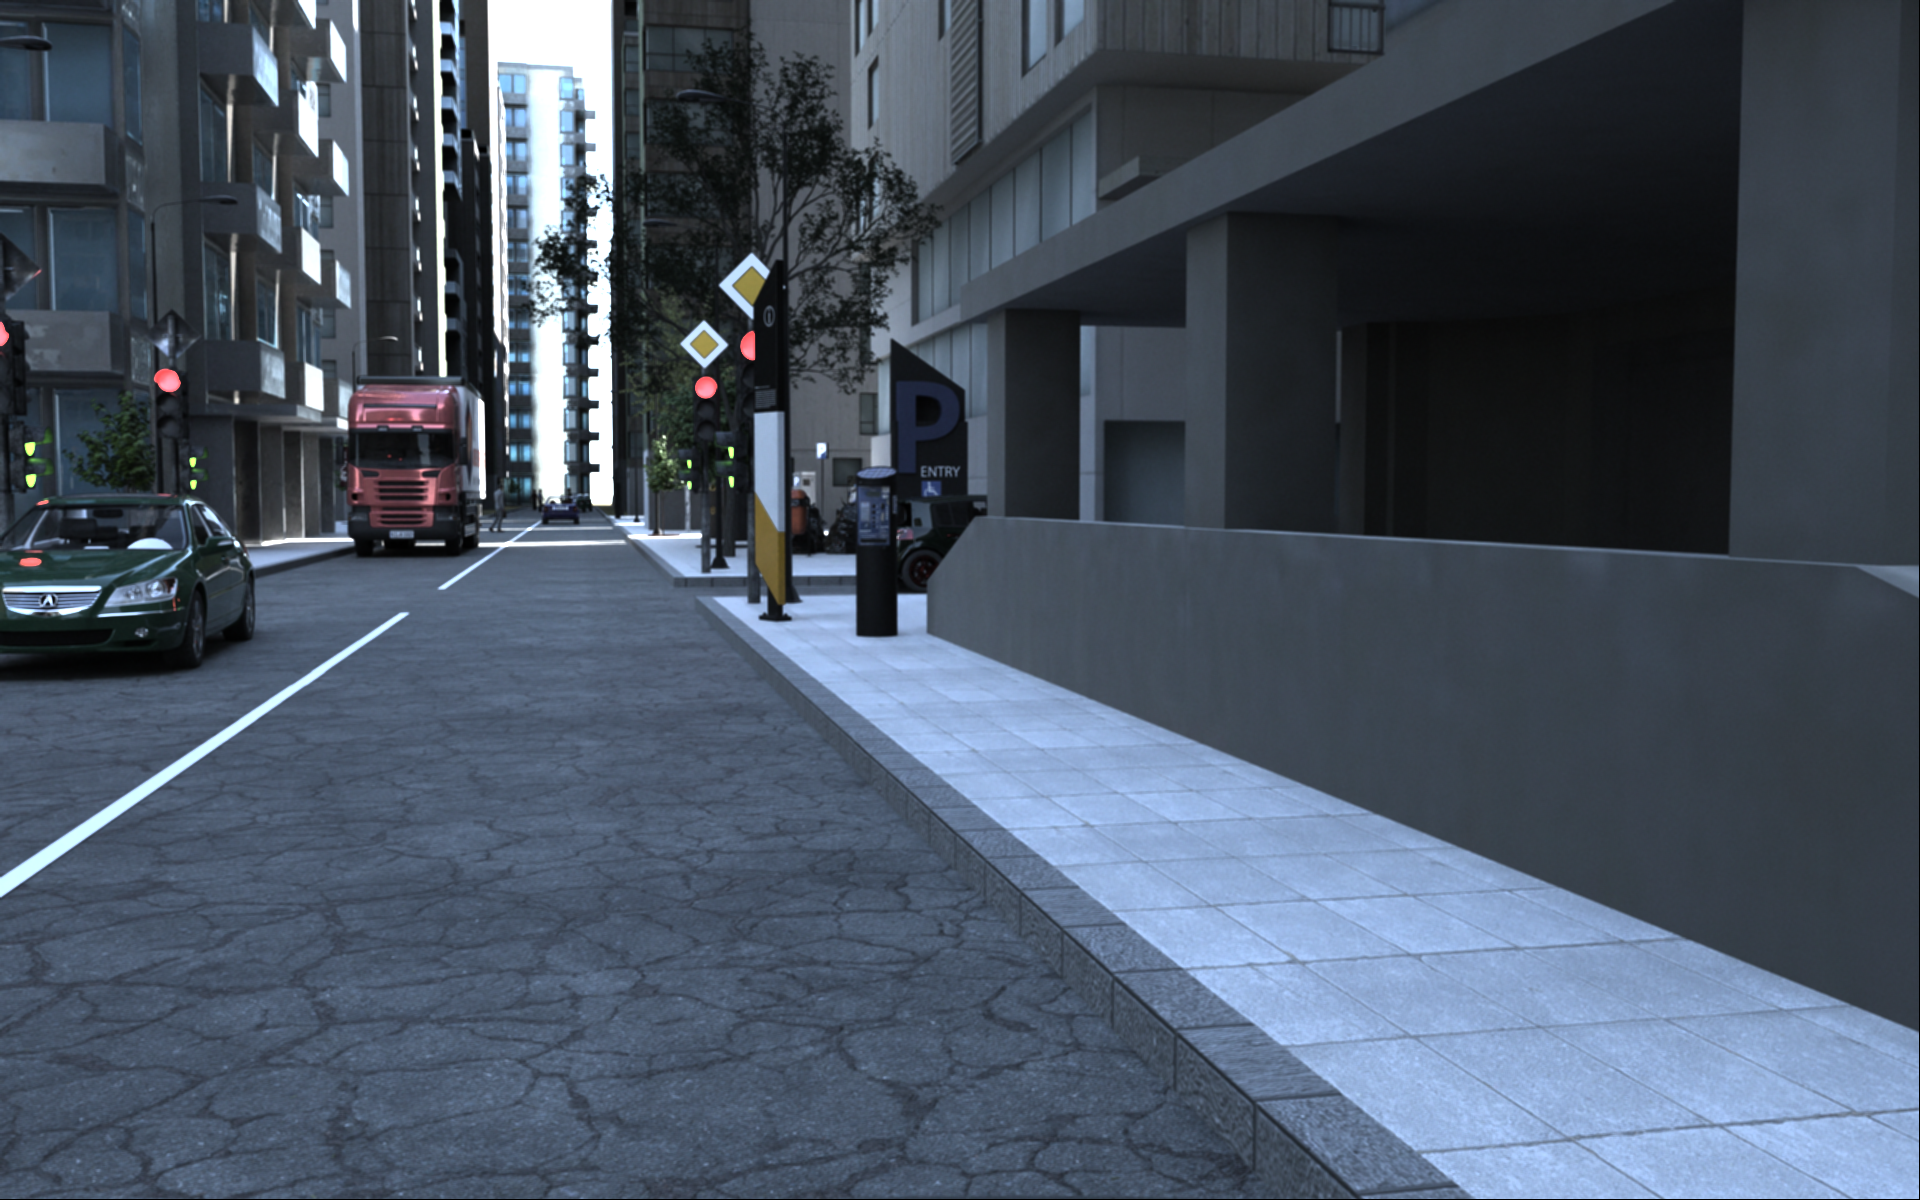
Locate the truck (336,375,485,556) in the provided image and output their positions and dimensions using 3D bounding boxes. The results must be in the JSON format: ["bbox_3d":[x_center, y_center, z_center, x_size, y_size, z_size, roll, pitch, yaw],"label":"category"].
[{"bbox_3d":[-13.499,-3.333,43.412,2.839,4.237,11.283,-1,4,-12],"label":"truck"}]

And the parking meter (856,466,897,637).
[{"bbox_3d":[-0.754,-0.445,15.684,0.372,1.533,0.369,0,3,0],"label":"parking meter"}]

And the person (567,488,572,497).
[{"bbox_3d":[-24.269,-6.045,107.436,0.705,1.812,1.348,-1,4,-20],"label":"person"}]

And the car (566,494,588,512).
[{"bbox_3d":[-30.352,-7.608,136.185,2.131,1.459,4.920,-1,4,-12],"label":"car"}]

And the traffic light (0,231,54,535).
[{"bbox_3d":[-10.215,-1.812,18.540,0.839,4.253,0.868,-1,4,-12],"label":"traffic light"}]

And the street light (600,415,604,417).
[{"bbox_3d":[-20.364,-7.884,101.437,1.470,5.913,1.316,-1,4,-12],"label":"street light"}]

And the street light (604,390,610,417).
[{"bbox_3d":[-15.058,-6.424,77.567,1.470,5.913,1.316,-1,4,-12],"label":"street light"}]

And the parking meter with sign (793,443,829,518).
[{"bbox_3d":[-5.283,-3.808,58.520,1.738,3.016,0.543,-3,5,-43],"label":"parking meter with sign"}]

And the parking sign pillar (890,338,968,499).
[{"bbox_3d":[-0.536,-2.546,30.093,1.447,3.967,1.447,-1,4,-10],"label":"parking sign pillar"}]

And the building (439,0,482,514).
[{"bbox_3d":[-42.519,-48.805,110.641,22.319,86.520,31.000,-1,4,-12],"label":"building"}]

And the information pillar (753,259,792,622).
[{"bbox_3d":[-1.926,-1.603,17.558,0.183,3.616,0.504,-3,4,-36],"label":"information pillar"}]

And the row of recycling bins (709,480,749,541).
[{"bbox_3d":[-6.392,-2.556,48.901,1.069,1.692,3.534,-1,4,-18],"label":"row of recycling bins"}]

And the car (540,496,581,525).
[{"bbox_3d":[-19.090,-4.295,82.810,1.945,1.354,3.894,-1,4,-13],"label":"car"}]

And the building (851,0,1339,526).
[{"bbox_3d":[12.064,-27.783,43.493,27.495,52.752,28.713,-1,4,-12],"label":"building"}]

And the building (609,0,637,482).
[{"bbox_3d":[-22.132,-30.327,145.959,14.600,45.320,14.200,-1,4,-12],"label":"building"}]

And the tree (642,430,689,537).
[{"bbox_3d":[-8.975,-3.519,52.130,1.663,3.219,1.824,0,3,0],"label":"tree"}]

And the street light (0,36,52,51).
[{"bbox_3d":[-9.923,-2.759,17.645,1.470,5.913,1.316,-1,4,-12],"label":"street light"}]

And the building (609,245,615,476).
[{"bbox_3d":[-31.642,-25.716,192.161,14.107,30.474,14.160,-1,4,-12],"label":"building"}]

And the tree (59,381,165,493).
[{"bbox_3d":[-14.044,-2.128,29.396,1.663,3.219,1.824,0,3,0],"label":"tree"}]

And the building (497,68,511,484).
[{"bbox_3d":[-50.295,-29.427,164.727,14.086,41.232,14.154,-1,4,-12],"label":"building"}]

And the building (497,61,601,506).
[{"bbox_3d":[-55.354,-34.922,190.587,30.456,49.044,23.786,-1,4,-12],"label":"building"}]

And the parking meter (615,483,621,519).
[{"bbox_3d":[-17.960,-5.206,90.830,0.255,1.863,0.399,-1,4,-17],"label":"parking meter"}]

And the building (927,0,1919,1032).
[{"bbox_3d":[16.913,-19.543,11.405,32.217,40.220,23.993,-1,4,-12],"label":"building"}]

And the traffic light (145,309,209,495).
[{"bbox_3d":[-11.922,-2.289,26.341,0.839,4.253,0.868,-1,4,-12],"label":"traffic light"}]

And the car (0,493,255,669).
[{"bbox_3d":[-7.525,-0.226,15.496,2.131,1.459,4.920,-1,4,-14],"label":"car"}]

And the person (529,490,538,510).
[{"bbox_3d":[-37.727,-8.868,153.454,1.348,1.831,0.705,3,5,44],"label":"person"}]

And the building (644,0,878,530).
[{"bbox_3d":[-5.608,-18.155,68.531,14.160,30.474,14.107,-1,4,-12],"label":"building"}]

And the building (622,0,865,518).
[{"bbox_3d":[-14.386,-20.743,110.849,14.160,30.474,14.107,-1,4,-12],"label":"building"}]

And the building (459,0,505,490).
[{"bbox_3d":[-47.151,-30.536,149.375,14.600,45.320,14.200,-1,4,-12],"label":"building"}]

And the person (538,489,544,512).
[{"bbox_3d":[-33.688,-7.992,139.153,0.705,1.826,1.348,0,4,3],"label":"person"}]

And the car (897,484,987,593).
[{"bbox_3d":[0.662,-0.993,26.019,4.222,1.686,2.009,-1,4,-12],"label":"car"}]

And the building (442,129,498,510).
[{"bbox_3d":[-44.074,-22.268,135.779,14.160,30.474,14.107,-1,4,-12],"label":"building"}]

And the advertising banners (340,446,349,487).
[{"bbox_3d":[-22.136,-4.150,64.040,0.090,3.025,2.074,2,4,34],"label":"advertising banners"}]

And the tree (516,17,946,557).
[{"bbox_3d":[-4.705,-6.139,34.783,8.767,10.594,7.601,-1,4,-9],"label":"tree"}]

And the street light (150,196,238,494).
[{"bbox_3d":[-11.954,-3.333,27.038,1.470,5.913,1.316,-1,4,-12],"label":"street light"}]

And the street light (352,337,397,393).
[{"bbox_3d":[-17.351,-4.818,51.322,1.470,5.913,1.316,-1,4,-12],"label":"street light"}]

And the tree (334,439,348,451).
[{"bbox_3d":[-22.664,-5.110,67.264,4.285,4.588,4.351,0,3,0],"label":"tree"}]

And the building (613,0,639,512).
[{"bbox_3d":[-15.372,-42.190,128.062,20.563,71.187,20.611,-1,4,-12],"label":"building"}]

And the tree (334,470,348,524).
[{"bbox_3d":[-26.238,-4.905,74.806,1.663,3.219,1.824,0,3,0],"label":"tree"}]

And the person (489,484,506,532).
[{"bbox_3d":[-17.385,-3.475,65.433,0.709,1.813,0.853,3,4,39],"label":"person"}]

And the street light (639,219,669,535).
[{"bbox_3d":[-4.679,-3.488,29.568,1.470,5.913,1.316,-1,4,-12],"label":"street light"}]

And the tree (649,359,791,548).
[{"bbox_3d":[-5.743,-3.547,41.703,4.285,4.588,4.351,0,3,0],"label":"tree"}]

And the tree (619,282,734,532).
[{"bbox_3d":[-9.205,-6.577,57.897,4.737,8.622,4.395,0,3,0],"label":"tree"}]

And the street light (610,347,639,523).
[{"bbox_3d":[-9.970,-4.966,53.733,1.470,5.913,1.316,-1,4,-12],"label":"street light"}]

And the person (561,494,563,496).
[{"bbox_3d":[-35.391,-8.692,153.871,0.557,1.426,1.065,-1,4,-14],"label":"person"}]

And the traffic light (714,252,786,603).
[{"bbox_3d":[-2.441,-1.916,20.251,0.839,4.253,0.868,-1,4,-12],"label":"traffic light"}]

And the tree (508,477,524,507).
[{"bbox_3d":[-45.306,-11.058,175.398,1.663,3.219,1.824,0,3,0],"label":"tree"}]

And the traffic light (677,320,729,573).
[{"bbox_3d":[-4.148,-2.393,28.052,0.839,4.253,0.868,-1,4,-12],"label":"traffic light"}]

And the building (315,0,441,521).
[{"bbox_3d":[-33.326,-24.572,85.354,14.154,41.232,14.086,-1,4,-12],"label":"building"}]

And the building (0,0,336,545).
[{"bbox_3d":[-28.185,-25.888,42.881,23.786,49.044,30.456,-1,4,-12],"label":"building"}]

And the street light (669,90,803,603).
[{"bbox_3d":[-2.570,-2.916,20.211,1.470,5.913,1.316,-1,4,-12],"label":"street light"}]

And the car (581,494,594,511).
[{"bbox_3d":[-31.503,-8.086,143.996,2.131,1.459,4.920,-1,4,-12],"label":"car"}]

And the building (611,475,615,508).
[{"bbox_3d":[-17.319,-29.059,166.996,32.217,40.220,23.993,-1,4,-12],"label":"building"}]

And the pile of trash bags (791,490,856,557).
[{"bbox_3d":[-3.015,-1.667,37.004,1.912,1.369,3.447,1,4,13],"label":"pile of trash bags"}]

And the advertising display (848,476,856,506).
[{"bbox_3d":[-3.704,-3.425,61.212,0.123,1.923,0.974,-2,4,-30],"label":"advertising display"}]
